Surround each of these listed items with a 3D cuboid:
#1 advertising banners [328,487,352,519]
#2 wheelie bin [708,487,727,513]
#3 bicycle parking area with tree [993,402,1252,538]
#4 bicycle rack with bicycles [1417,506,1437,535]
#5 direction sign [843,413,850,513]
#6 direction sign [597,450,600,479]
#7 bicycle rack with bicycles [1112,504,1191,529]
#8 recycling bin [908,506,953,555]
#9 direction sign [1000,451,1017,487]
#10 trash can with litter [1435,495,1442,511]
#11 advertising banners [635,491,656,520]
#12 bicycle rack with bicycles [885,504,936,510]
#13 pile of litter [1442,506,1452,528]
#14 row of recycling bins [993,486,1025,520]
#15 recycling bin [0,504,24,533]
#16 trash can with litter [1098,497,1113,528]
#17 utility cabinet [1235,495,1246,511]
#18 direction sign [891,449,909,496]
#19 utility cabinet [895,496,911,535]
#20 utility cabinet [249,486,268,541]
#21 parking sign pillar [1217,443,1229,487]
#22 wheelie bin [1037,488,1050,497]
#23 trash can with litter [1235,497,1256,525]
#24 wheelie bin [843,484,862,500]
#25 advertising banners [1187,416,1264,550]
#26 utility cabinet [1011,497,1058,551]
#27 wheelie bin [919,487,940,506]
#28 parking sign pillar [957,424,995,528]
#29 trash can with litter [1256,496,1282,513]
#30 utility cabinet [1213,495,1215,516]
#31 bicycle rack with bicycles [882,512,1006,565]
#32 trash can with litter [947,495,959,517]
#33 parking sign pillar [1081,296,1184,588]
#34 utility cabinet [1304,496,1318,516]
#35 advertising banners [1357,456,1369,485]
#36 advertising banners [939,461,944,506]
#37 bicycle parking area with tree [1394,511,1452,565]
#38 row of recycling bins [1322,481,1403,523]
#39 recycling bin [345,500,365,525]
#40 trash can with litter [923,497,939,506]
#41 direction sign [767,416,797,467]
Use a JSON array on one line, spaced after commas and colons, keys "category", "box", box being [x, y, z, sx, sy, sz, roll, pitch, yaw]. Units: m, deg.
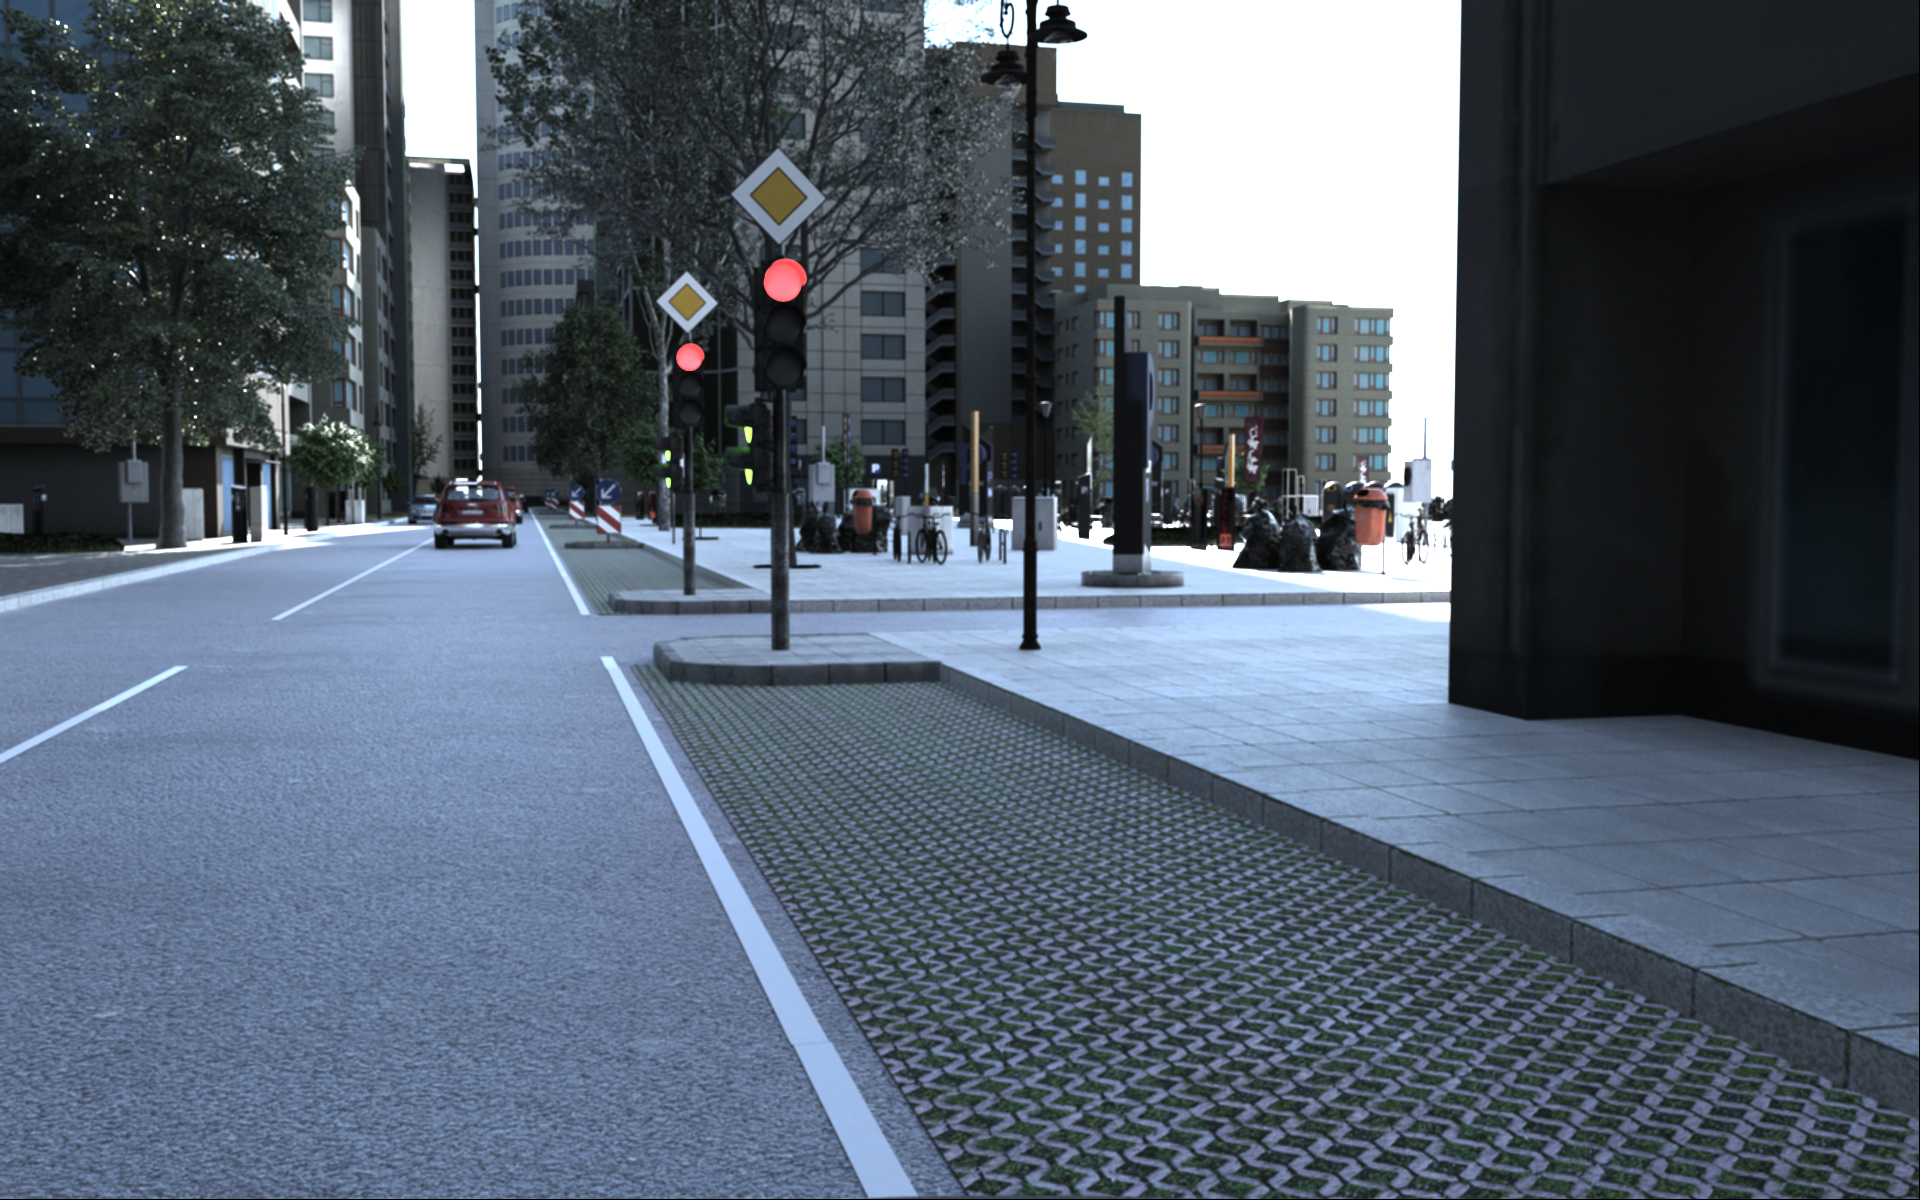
[{"category": "advertising banners", "box": [-32.096, -5.734, 89.933, 2.074, 3.025, 0.090, 2, 4, 27]}, {"category": "wheelie bin", "box": [-11.398, -4.509, 81.623, 0.693, 1.594, 0.980, 2, 4, 25]}, {"category": "bicycle parking area with tree", "box": [5.199, -4.138, 54.665, 8.231, 4.147, 9.016, 0, 4, 0]}, {"category": "bicycle rack with bicycles", "box": [13.830, -2.506, 54.359, 2.852, 0.926, 2.925, 3, 4, 37]}, {"category": "direction sign", "box": [-3.189, -3.473, 48.788, 0.379, 3.537, 0.876, 0, 4, 7]}, {"category": "direction sign", "box": [-18.437, -5.900, 88.454, 0.379, 3.537, 0.876, 0, 4, -5]}, {"category": "bicycle rack with bicycles", "box": [6.778, -3.025, 62.845, 2.852, 0.926, 2.925, -2, 4, -30]}, {"category": "recycling bin", "box": [-0.631, -1.490, 36.911, 0.722, 1.027, 0.722, -3, 5, -44]}, {"category": "direction sign", "box": [2.539, -6.015, 90.335, 0.876, 3.537, 0.379, 0, 4, 8]}, {"category": "trash can with litter", "box": [29.706, -5.885, 107.279, 1.678, 1.210, 2.233, -1, 4, -18]}, {"category": "advertising banners", "box": [-15.620, -5.596, 87.684, 0.090, 3.025, 2.074, 3, 5, 42]}, {"category": "bicycle rack with bicycles", "box": [-2.012, -3.000, 62.431, 2.852, 0.926, 2.925, 1, 4, 17]}, {"category": "pile of litter", "box": [18.811, -3.155, 65.553, 1.176, 0.858, 1.719, -1, 4, -23]}, {"category": "row of recycling bins", "box": [2.430, -4.938, 87.846, 1.069, 1.692, 3.534, -3, 5, -43]}, {"category": "recycling bin", "box": [-24.499, -1.942, 44.313, 0.722, 1.027, 0.722, 2, 4, 30]}, {"category": "trash can with litter", "box": [5.488, -3.335, 65.907, 0.624, 1.170, 1.055, 0, 4, -4]}, {"category": "utility cabinet", "box": [16.222, -5.486, 100.862, 0.306, 1.237, 1.020, -2, 4, -33]}, {"category": "direction sign", "box": [-3.013, -5.815, 87.076, 0.876, 3.537, 0.379, 1, 4, 12]}, {"category": "utility cabinet", "box": [-1.805, -2.636, 54.263, 0.306, 1.237, 1.020, -1, 4, -14]}, {"category": "utility cabinet", "box": [-18.940, -2.328, 46.747, 0.318, 1.500, 1.173, -1, 4, -15]}, {"category": "parking sign pillar", "box": [13.714, -6.236, 90.437, 1.447, 3.967, 1.447, 1, 4, 17]}, {"category": "wheelie bin", "box": [4.446, -5.068, 90.769, 0.693, 1.594, 0.980, 3, 4, 39]}, {"category": "trash can with litter", "box": [10.484, -3.275, 64.941, 0.624, 1.170, 1.055, -1, 4, -13]}, {"category": "wheelie bin", "box": [-3.404, -3.002, 56.993, 0.693, 1.594, 0.980, -2, 4, -35]}, {"category": "advertising banners", "box": [6.056, -2.651, 39.533, 2.074, 3.025, 0.090, 3, 5, 43]}, {"category": "utility cabinet", "box": [1.698, -1.738, 39.580, 1.020, 1.237, 0.306, 1, 4, 21]}, {"category": "wheelie bin", "box": [-1.459, -4.505, 81.559, 0.980, 1.594, 0.693, -1, 4, -20]}, {"category": "parking sign pillar", "box": [0.657, -4.918, 68.884, 1.447, 3.967, 1.447, -2, 4, -28]}, {"category": "trash can with litter", "box": [12.095, -3.490, 68.455, 1.055, 1.170, 0.624, -1, 4, -19]}, {"category": "utility cabinet", "box": [12.983, -4.722, 88.368, 1.020, 1.237, 0.306, 0, 4, 5]}, {"category": "bicycle rack with bicycles", "box": [-0.203, -1.177, 32.631, 2.852, 0.926, 2.925, 0, 4, 0]}, {"category": "trash can with litter", "box": [-0.839, -5.245, 96.810, 2.233, 1.210, 1.678, 1, 4, 13]}, {"category": "parking sign pillar", "box": [2.430, -2.190, 24.278, 1.447, 3.967, 1.447, 1, 4, 12]}, {"category": "utility cabinet", "box": [14.505, -3.767, 72.744, 1.020, 1.237, 0.306, 1, 4, 18]}, {"category": "advertising banners", "box": [19.252, -5.094, 79.473, 2.074, 3.025, 0.090, 0, 4, 1]}, {"category": "advertising banners", "box": [-0.928, -5.707, 89.505, 0.090, 3.025, 2.074, 0, 4, 5]}, {"category": "bicycle parking area with tree", "box": [12.577, -2.815, 33.032, 8.231, 4.147, 9.016, 2, 4, 35]}, {"category": "row of recycling bins", "box": [13.436, -3.085, 57.548, 1.069, 1.692, 3.534, -2, 4, -33]}, {"category": "recycling bin", "box": [-25.548, -3.704, 73.107, 0.722, 1.027, 0.722, -1, 4, -15]}, {"category": "trash can with litter", "box": [-1.143, -3.839, 74.155, 0.624, 1.170, 1.055, 2, 4, 26]}, {"category": "direction sign", "box": [-5.150, -3.554, 50.108, 0.876, 3.537, 0.379, -1, 4, -15]}]
